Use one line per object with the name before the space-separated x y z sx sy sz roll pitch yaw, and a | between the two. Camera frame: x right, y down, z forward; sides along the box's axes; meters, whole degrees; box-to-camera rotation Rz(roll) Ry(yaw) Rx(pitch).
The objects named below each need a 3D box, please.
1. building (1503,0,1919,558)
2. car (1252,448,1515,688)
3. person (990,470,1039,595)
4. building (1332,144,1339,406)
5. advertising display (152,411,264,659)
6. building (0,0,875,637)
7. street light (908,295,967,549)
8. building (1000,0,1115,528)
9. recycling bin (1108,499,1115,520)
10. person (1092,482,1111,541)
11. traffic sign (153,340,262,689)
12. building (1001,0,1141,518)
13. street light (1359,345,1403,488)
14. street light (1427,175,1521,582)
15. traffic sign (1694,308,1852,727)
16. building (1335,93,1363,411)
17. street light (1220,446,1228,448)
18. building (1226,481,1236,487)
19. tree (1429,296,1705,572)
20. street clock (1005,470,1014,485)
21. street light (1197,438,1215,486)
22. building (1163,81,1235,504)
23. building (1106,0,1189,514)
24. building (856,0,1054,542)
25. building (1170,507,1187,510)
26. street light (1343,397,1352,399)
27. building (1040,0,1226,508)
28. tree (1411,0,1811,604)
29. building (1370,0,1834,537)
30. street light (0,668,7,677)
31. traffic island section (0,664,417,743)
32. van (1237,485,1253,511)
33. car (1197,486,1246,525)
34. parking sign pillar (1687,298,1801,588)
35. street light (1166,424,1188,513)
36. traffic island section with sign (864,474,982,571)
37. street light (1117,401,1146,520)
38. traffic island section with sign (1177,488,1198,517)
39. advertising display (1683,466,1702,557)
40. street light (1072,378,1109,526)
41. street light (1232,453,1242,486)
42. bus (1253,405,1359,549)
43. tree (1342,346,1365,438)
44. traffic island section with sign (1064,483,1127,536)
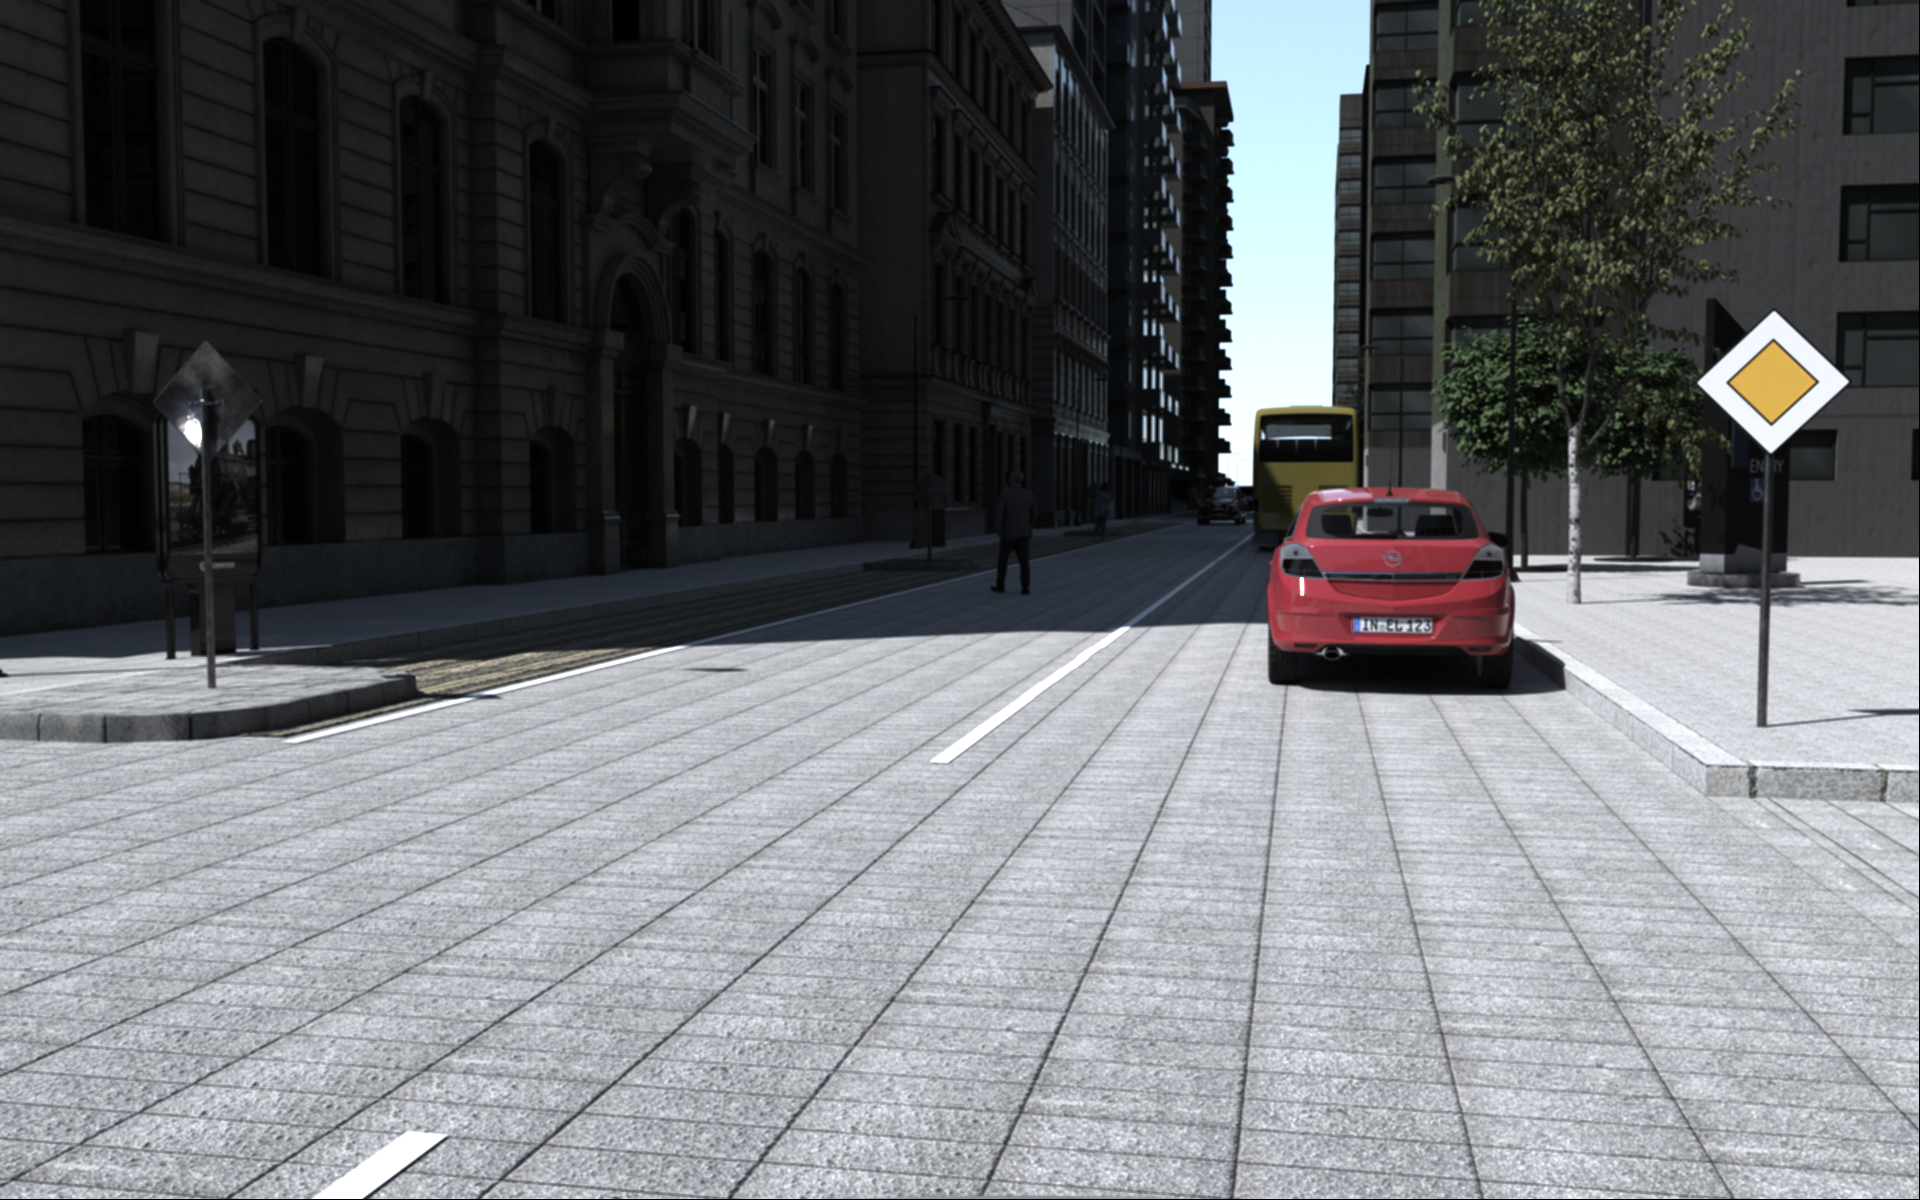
building | 18.510 -16.477 41.100 14.160 30.474 14.107 1 4 11
car | 3.497 -0.327 14.385 2.155 1.783 4.494 1 4 11
person | 0.761 -0.984 24.981 0.661 1.777 0.834 -2 4 -28
building | 59.765 -36.848 226.169 21.300 48.544 21.600 1 4 11
advertising display | -5.971 -0.525 13.801 0.123 1.923 0.974 1 4 23
building | -10.936 -12.854 29.248 14.460 24.649 34.723 1 4 11
street light | -0.516 -4.166 40.653 1.470 5.913 1.316 1 4 11
building | 0.710 -13.754 74.023 9.793 20.994 18.267 1 4 11
recycling bin | 7.303 -4.485 85.886 0.722 1.027 0.722 0 4 4
person | 4.272 -2.668 52.381 0.793 1.790 0.793 2 4 29
traffic sign | -4.938 -0.473 11.375 0.795 2.450 0.064 1 4 11
building | -0.331 -40.245 96.265 20.563 71.187 20.611 1 4 11
street light | 13.202 -4.987 54.074 1.470 5.913 1.316 1 4 11
street light | 7.506 -3.227 25.300 1.470 5.913 1.316 1 4 11
traffic sign | 4.415 -0.357 9.481 0.795 2.450 0.064 1 4 11
building | 46.107 -30.309 179.140 14.154 41.232 14.086 1 4 11
street light | 25.415 -12.016 169.005 1.470 5.913 1.316 1 4 11
building | 20.617 -33.060 232.416 32.217 40.220 23.993 1 4 11
tree | 9.542 -2.766 28.946 4.285 4.588 4.351 0 3 0
street clock | 1.624 -2.927 52.419 0.471 2.002 0.358 3 5 42
street light | 20.403 -10.537 144.824 1.470 5.913 1.316 1 4 11
building | 17.329 -32.309 182.879 22.147 44.769 28.867 1 4 11
building | 3.820 -30.757 122.487 23.786 49.044 30.456 1 4 11
building | -3.621 -11.695 55.833 10.561 19.102 19.286 1 4 11
building | 4.937 -28.046 150.431 32.217 40.220 23.993 1 4 11
street light | 18.996 -6.745 82.827 1.470 5.913 1.316 1 4 11
building | 21.510 -46.998 206.665 20.563 71.187 20.611 1 4 11
tree | 7.155 -4.246 19.786 4.737 8.622 4.395 0 3 0
building | 22.069 -17.833 63.271 14.160 30.474 14.107 1 4 11
street light | -6.345 -2.404 11.848 1.470 5.913 1.316 1 4 11
traffic island section | -4.963 0.663 11.442 2.009 0.180 2.903 1 4 11
van | 19.922 -7.028 119.291 2.240 2.365 5.245 1 4 12
car | 12.388 -4.471 81.773 2.281 1.827 5.304 1 4 13
parking sign pillar | 10.955 -2.180 24.116 1.447 3.967 1.447 -2 4 -28
street light | 14.463 -8.734 115.346 1.470 5.913 1.316 1 4 11
traffic island section with sign | -0.632 -1.485 32.914 1.989 1.847 2.006 1 4 11
street light | 8.596 -6.977 86.608 1.470 5.913 1.316 1 4 11
traffic island section with sign | 14.765 -6.172 109.547 1.989 1.847 2.006 1 4 11
advertising display | 15.293 -1.843 35.351 0.974 1.923 0.123 1 4 10
street light | 5.242 -5.925 69.414 1.470 5.913 1.316 1 4 11
street light | 31.238 -13.811 198.351 1.470 5.913 1.316 1 4 11
bus | 9.535 -3.444 47.864 2.896 3.916 12.252 1 4 11
tree | 19.760 -7.875 79.119 4.360 8.622 3.978 0 3 0
traffic island section with sign | 4.671 -3.102 59.345 1.989 1.847 2.006 1 4 11
